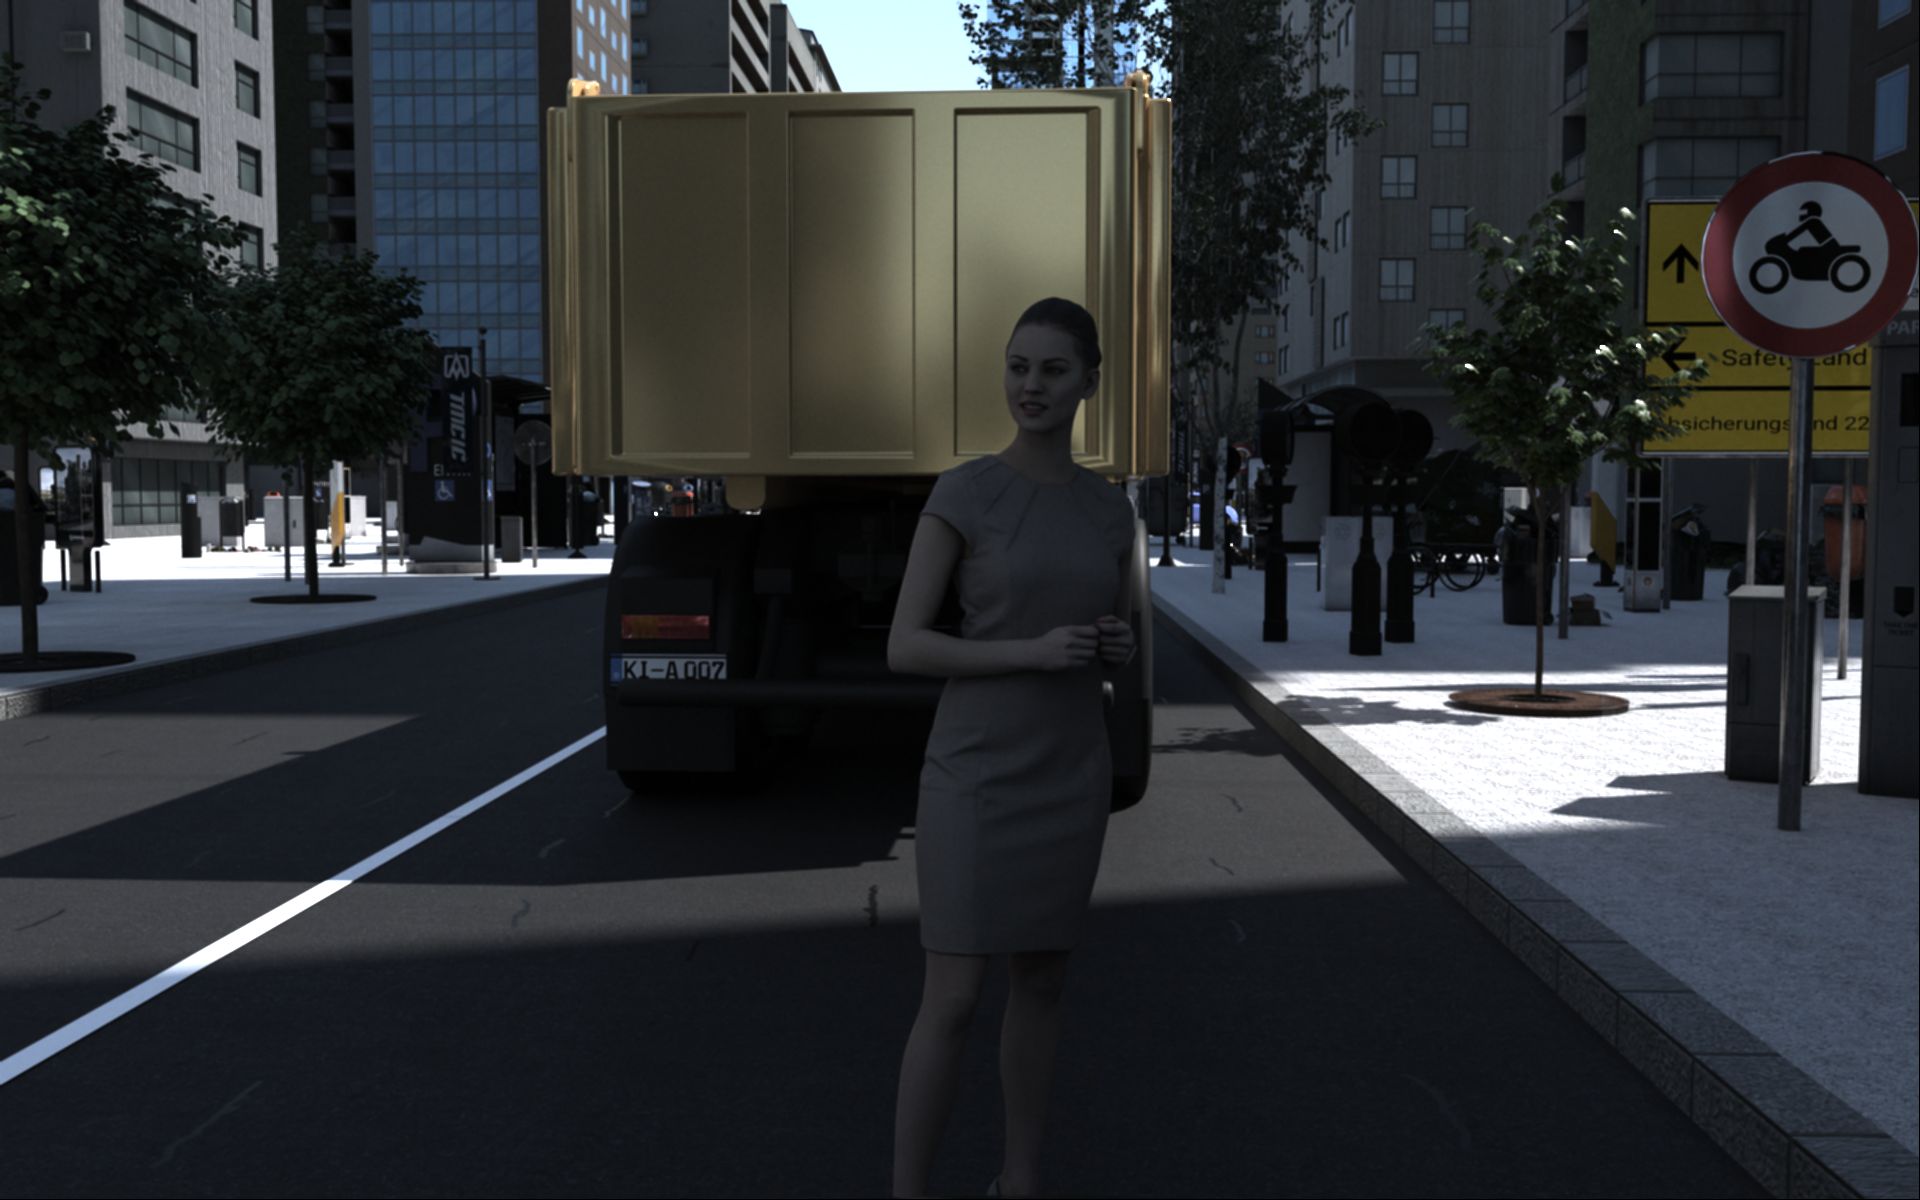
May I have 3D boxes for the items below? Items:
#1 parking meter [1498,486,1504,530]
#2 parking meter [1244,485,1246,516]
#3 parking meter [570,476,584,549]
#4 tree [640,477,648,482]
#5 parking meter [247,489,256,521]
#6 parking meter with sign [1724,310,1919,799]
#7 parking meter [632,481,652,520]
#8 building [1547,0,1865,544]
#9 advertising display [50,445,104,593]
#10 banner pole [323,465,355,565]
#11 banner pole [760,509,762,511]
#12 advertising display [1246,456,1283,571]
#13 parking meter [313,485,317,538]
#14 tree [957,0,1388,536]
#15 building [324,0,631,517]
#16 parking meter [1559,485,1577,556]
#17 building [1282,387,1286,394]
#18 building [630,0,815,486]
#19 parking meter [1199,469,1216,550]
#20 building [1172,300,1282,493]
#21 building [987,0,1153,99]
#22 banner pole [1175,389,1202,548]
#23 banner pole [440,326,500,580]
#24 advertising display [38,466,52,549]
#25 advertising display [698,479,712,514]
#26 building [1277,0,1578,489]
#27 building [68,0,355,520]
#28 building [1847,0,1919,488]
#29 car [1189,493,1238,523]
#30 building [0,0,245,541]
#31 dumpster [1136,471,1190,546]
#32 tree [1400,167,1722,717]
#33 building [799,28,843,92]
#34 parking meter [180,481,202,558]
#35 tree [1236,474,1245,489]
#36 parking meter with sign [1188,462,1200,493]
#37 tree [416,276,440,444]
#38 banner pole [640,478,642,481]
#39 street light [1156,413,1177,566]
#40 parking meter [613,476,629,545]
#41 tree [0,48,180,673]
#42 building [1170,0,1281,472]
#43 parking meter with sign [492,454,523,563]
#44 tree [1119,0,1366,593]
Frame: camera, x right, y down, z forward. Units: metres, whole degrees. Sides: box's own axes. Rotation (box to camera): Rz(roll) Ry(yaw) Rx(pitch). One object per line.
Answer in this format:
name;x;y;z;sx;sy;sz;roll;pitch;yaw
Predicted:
parking meter;15.937;-2.628;51.372;0.372;1.533;0.369;0;3;0
parking meter;16.516;-5.729;99.387;0.255;1.863;0.399;3;5;39
parking meter;-9.015;-2.143;40.754;0.255;1.863;0.399;-1;4;-21
tree;-15.914;-5.857;90.362;1.663;3.219;1.824;0;3;0
parking meter;-34.184;-4.597;83.569;0.372;1.533;0.369;0;3;0
parking meter with sign;4.229;-0.677;7.327;1.738;3.016;0.543;2;4;33
parking meter;-5.934;-1.463;32.335;0.372;1.533;0.369;0;3;0
building;24.291;-22.319;48.510;14.154;41.232;14.086;0;4;2
advertising display;-11.577;-1.073;22.752;0.974;1.923;0.123;2;4;35
banner pole;-11.395;-2.533;31.425;0.863;3.779;0.401;2;4;27
banner pole;-8.030;-4.775;68.086;0.863;3.779;0.401;1;4;19
advertising display;5.101;-1.459;29.068;0.123;1.923;0.974;-1;4;-21
parking meter;-19.020;-2.584;50.665;0.372;1.533;0.369;0;3;0
tree;7.054;-12.014;52.311;12.611;20.169;13.585;0;3;0
building;-27.543;-27.566;100.809;14.600;45.320;14.200;0;4;2
parking meter;12.477;-1.826;35.569;0.255;1.863;0.399;0;4;4
building;32.148;-29.294;129.064;14.600;45.320;14.200;0;4;2
building;-25.748;-33.218;166.821;21.300;48.544;21.600;0;4;2
parking meter;5.705;-2.075;39.639;0.399;1.863;0.255;3;5;39
building;37.352;-20.562;181.223;27.650;21.520;28.899;0;4;2
building;15.801;-58.012;261.170;31.000;86.520;22.319;0;4;2
banner pole;5.387;-3.141;41.371;0.863;3.779;0.401;-3;5;-42
banner pole;-7.345;-2.195;25.913;0.863;3.779;0.401;0;4;-2
advertising display;-20.879;-2.147;40.313;0.974;1.923;0.123;-2;4;-28
advertising display;-7.231;-2.673;48.914;0.123;1.923;0.974;-2;4;-30
building;34.304;-31.514;104.494;27.495;52.752;28.713;0;4;2
building;-40.938;-20.172;101.519;14.107;30.474;14.160;0;4;2
building;24.301;-23.007;26.269;14.600;45.320;14.200;0;4;2
car;10.125;-3.984;74.723;3.694;1.707;1.945;0;4;0
building;-29.854;-17.250;53.740;14.107;30.474;14.160;0;4;2
dumpster;5.120;-2.321;43.710;1.264;1.857;1.865;0;4;2
tree;3.615;-0.961;10.308;1.663;3.219;1.824;0;3;0
building;-28.194;-37.569;203.487;27.495;52.752;28.713;0;4;2
parking meter;-15.468;-1.616;34.832;0.372;1.533;0.369;0;3;0
tree;22.973;-9.198;134.094;4.285;4.588;4.351;0;3;0
parking meter with sign;13.334;-6.017;94.636;1.738;3.016;0.543;3;5;39
tree;-7.800;-2.274;20.886;4.285;4.588;4.351;0;3;0
banner pole;-18.996;-6.840;101.859;0.863;3.779;0.401;-1;4;-21
street light;3.140;-3.558;30.716;1.470;5.913;1.316;0;4;2
parking meter;-8.574;-2.332;43.836;0.255;1.863;0.399;1;4;14
tree;-7.091;-1.792;13.014;4.285;4.588;4.351;0;3;0
building;33.734;-46.889;204.894;20.563;71.187;20.611;0;4;2
parking meter with sign;-9.103;-2.213;32.442;1.738;3.016;0.543;0;4;-5
tree;3.242;-4.405;22.379;4.360;8.622;3.978;0;3;0
